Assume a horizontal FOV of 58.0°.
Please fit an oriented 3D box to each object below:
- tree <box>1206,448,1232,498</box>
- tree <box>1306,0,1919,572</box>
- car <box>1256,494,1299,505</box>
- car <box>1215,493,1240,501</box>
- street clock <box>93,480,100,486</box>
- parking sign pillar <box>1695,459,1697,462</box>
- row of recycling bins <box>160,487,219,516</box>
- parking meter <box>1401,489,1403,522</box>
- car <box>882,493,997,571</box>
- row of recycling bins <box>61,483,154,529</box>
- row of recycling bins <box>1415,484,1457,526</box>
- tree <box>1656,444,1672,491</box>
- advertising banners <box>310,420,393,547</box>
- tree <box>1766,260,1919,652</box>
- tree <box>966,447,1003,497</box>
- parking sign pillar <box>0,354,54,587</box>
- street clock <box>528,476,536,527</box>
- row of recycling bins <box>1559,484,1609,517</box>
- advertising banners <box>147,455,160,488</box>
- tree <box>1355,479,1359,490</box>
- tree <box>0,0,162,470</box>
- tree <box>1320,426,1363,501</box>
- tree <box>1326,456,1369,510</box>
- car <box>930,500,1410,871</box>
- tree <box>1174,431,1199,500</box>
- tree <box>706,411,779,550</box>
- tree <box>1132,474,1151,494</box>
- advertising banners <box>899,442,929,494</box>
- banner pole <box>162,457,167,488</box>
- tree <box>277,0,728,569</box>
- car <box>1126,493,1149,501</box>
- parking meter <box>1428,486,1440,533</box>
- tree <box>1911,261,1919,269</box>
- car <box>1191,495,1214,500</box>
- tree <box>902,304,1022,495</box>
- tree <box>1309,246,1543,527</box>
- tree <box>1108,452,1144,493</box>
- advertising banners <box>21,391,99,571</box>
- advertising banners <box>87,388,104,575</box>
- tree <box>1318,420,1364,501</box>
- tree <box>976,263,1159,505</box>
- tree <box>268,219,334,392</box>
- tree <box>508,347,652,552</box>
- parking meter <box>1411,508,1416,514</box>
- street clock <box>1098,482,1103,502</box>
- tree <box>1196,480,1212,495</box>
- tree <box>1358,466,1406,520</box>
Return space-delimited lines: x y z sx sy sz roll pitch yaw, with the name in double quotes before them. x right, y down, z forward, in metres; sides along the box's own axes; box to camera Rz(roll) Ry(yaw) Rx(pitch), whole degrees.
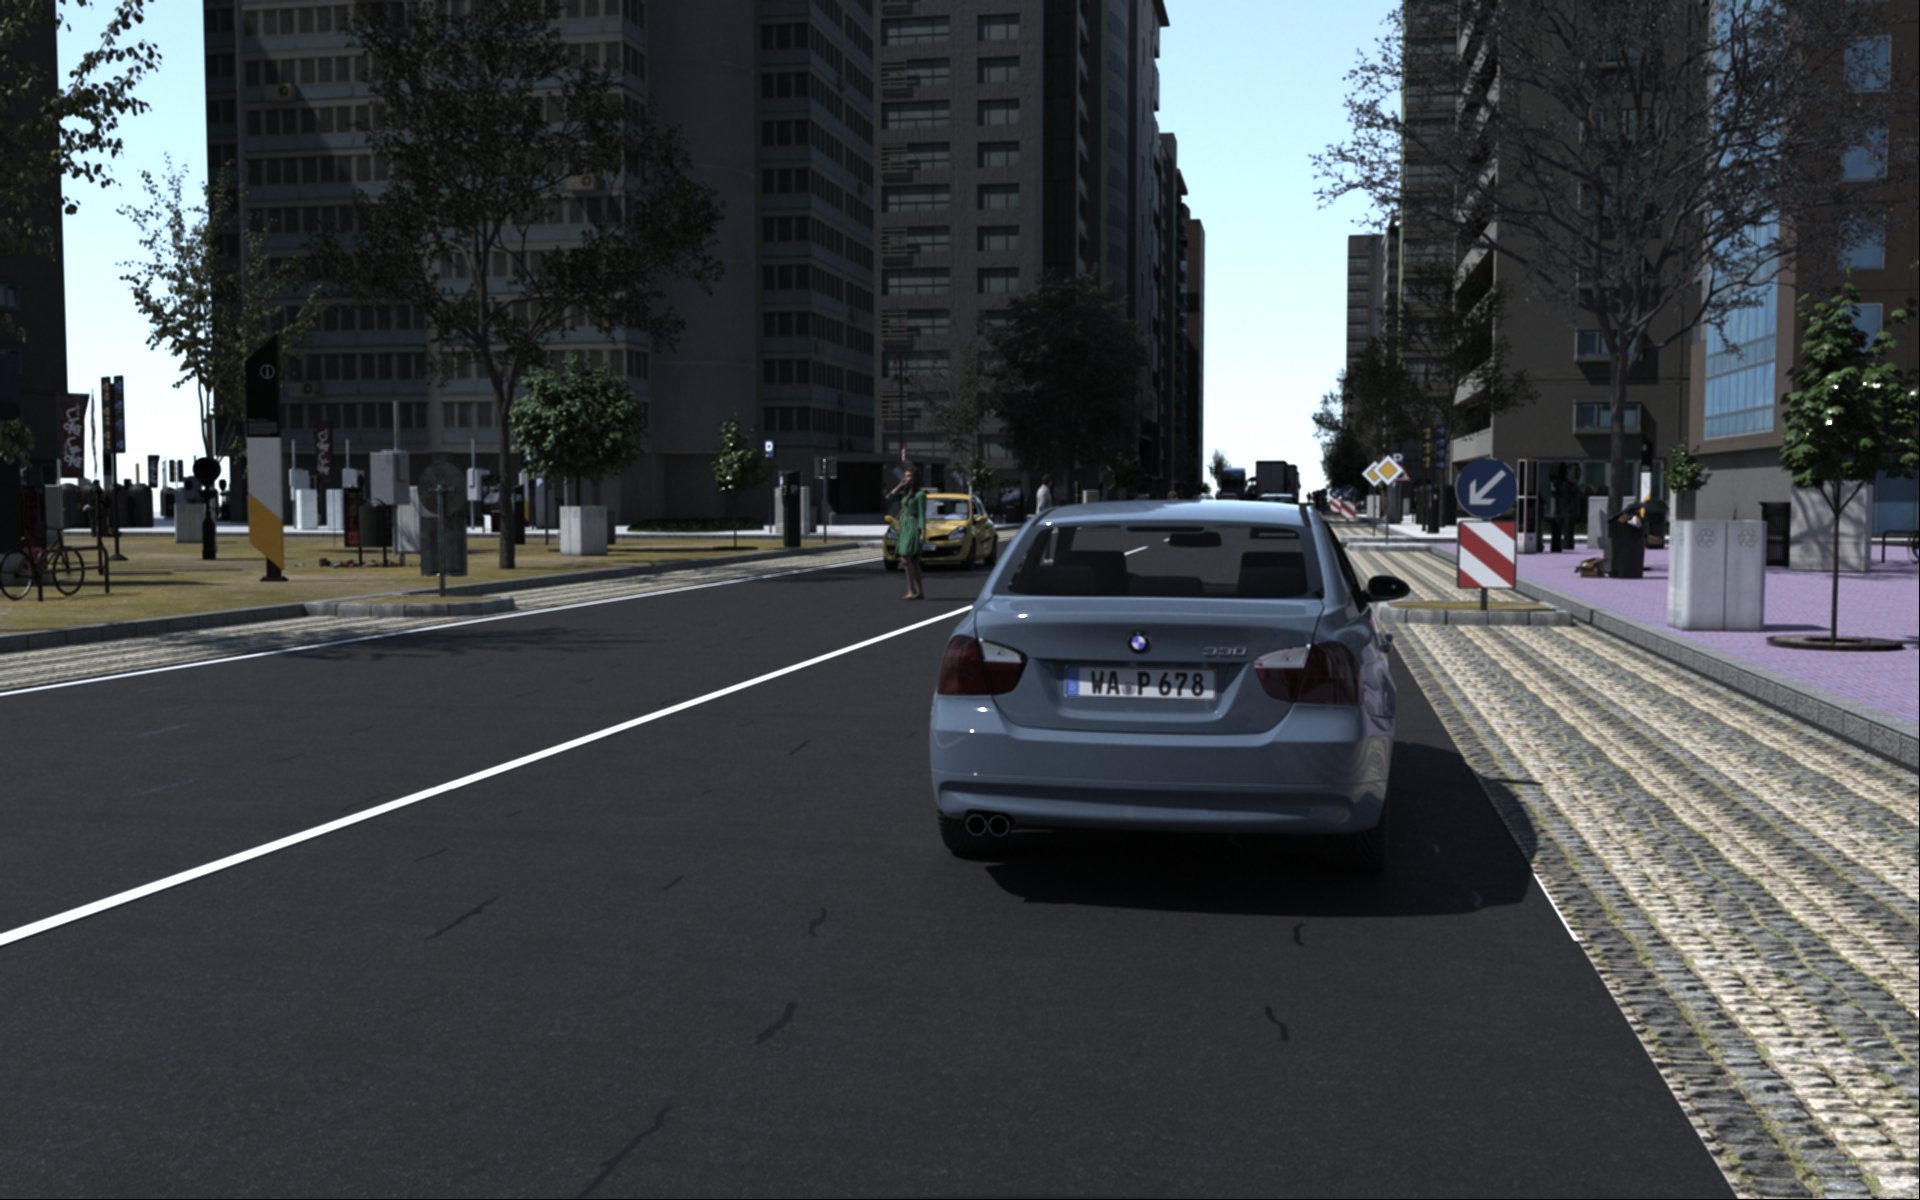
"tree" 42.755 -20.340 282.913 4.737 8.622 4.395 0 3 0
"tree" 11.028 -7.234 28.650 12.009 13.543 11.850 0 3 0
"car" 10.424 -2.882 56.914 2.009 1.686 4.222 1 4 11
"car" 23.002 -8.537 148.619 2.155 1.783 4.494 1 4 12
"street clock" -47.058 -5.487 94.280 0.358 2.002 0.471 -2 4 -28
"parking sign pillar" 29.874 -4.916 68.848 1.447 3.967 1.447 1 4 18
"row of recycling bins" -45.267 -5.786 101.706 1.069 1.692 3.534 2 4 32
"parking meter" 20.539 -4.442 81.044 0.372 1.533 0.369 0 3 0
"car" -0.361 -1.438 33.733 2.015 1.641 3.980 1 4 10
"row of recycling bins" -32.446 -3.581 65.660 1.069 1.692 3.534 3 4 38
"row of recycling bins" 19.727 -3.964 71.925 1.069 1.692 3.534 0 4 -1
"tree" 24.080 -3.854 57.621 1.663 3.219 1.824 0 3 0
"advertising banners" -14.644 -2.795 41.880 2.074 3.025 0.090 -3 5 -41
"tree" 7.273 -1.212 14.422 1.663 3.219 1.824 0 3 0
"tree" 0.659 -4.625 70.221 1.663 3.219 1.824 0 3 0
"parking sign pillar" -13.632 -2.198 24.404 1.447 3.967 1.447 -3 5 -40
"street clock" -16.821 -3.893 68.227 0.471 2.002 0.358 -2 4 -28
"row of recycling bins" 25.005 -3.801 69.260 1.069 1.692 3.534 3 5 44
"advertising banners" -36.491 -4.924 76.698 2.074 3.025 0.090 -3 4 -38
"tree" 27.477 -7.509 117.371 1.663 3.219 1.824 0 3 0
"tree" -9.825 -4.000 15.762 4.737 8.622 4.395 0 3 0
"tree" 39.620 -14.072 180.444 4.360 8.622 3.978 0 3 0
"tree" 32.652 -9.798 143.908 4.285 4.588 4.351 0 3 0
"car" 1.061 0.244 8.010 2.014 1.417 4.499 1 4 12
"tree" 25.971 -15.410 202.311 4.360 8.622 3.978 0 3 0
"tree" -5.215 -2.775 39.976 1.663 3.219 1.824 0 3 0
"tree" 14.798 -8.971 141.275 1.663 3.219 1.824 0 3 0
"advertising banners" -1.542 -3.747 57.453 0.090 3.025 2.074 -2 4 -29
"banner pole" -53.109 -7.686 115.690 0.863 3.779 0.401 3 5 44
"tree" -7.665 -5.832 29.766 8.767 10.594 7.601 1 4 15
"car" 11.367 -6.249 110.968 1.959 1.807 4.718 1 4 11
"parking meter" 15.663 -2.988 57.266 0.372 1.533 0.369 0 3 0
"tree" 21.830 -5.202 35.408 4.737 8.622 4.395 0 3 0
"car" 16.280 -6.356 116.285 2.083 1.381 4.827 1 4 11
"tree" 0.187 -7.114 66.675 4.360 8.622 3.978 0 3 0
"tree" 18.257 -8.060 66.186 7.601 10.594 8.767 -3 4 -37
"tree" 11.857 -8.673 125.509 4.285 4.588 4.351 0 3 0
"advertising banners" -15.867 -2.035 29.453 2.074 3.025 0.090 -3 5 -41
"advertising banners" -14.007 -1.952 28.099 0.090 3.025 2.074 -2 4 -28
"tree" 38.047 -13.524 171.477 4.737 8.622 4.395 0 3 0
"tree" 5.986 -11.525 95.085 9.857 13.997 8.962 0 3 0
"tree" -16.253 -5.357 37.943 4.737 8.622 4.395 0 3 0
"tree" -8.623 -3.388 39.115 4.285 4.588 4.351 0 3 0
"parking meter" 29.007 -6.409 110.504 0.255 1.863 0.399 3 5 45
"street clock" 8.644 -6.240 106.595 0.358 2.002 0.471 1 4 22
"tree" 31.626 -14.240 227.420 1.663 3.219 1.824 0 3 0
"tree" 21.381 -5.648 86.948 1.663 3.219 1.824 0 3 0
